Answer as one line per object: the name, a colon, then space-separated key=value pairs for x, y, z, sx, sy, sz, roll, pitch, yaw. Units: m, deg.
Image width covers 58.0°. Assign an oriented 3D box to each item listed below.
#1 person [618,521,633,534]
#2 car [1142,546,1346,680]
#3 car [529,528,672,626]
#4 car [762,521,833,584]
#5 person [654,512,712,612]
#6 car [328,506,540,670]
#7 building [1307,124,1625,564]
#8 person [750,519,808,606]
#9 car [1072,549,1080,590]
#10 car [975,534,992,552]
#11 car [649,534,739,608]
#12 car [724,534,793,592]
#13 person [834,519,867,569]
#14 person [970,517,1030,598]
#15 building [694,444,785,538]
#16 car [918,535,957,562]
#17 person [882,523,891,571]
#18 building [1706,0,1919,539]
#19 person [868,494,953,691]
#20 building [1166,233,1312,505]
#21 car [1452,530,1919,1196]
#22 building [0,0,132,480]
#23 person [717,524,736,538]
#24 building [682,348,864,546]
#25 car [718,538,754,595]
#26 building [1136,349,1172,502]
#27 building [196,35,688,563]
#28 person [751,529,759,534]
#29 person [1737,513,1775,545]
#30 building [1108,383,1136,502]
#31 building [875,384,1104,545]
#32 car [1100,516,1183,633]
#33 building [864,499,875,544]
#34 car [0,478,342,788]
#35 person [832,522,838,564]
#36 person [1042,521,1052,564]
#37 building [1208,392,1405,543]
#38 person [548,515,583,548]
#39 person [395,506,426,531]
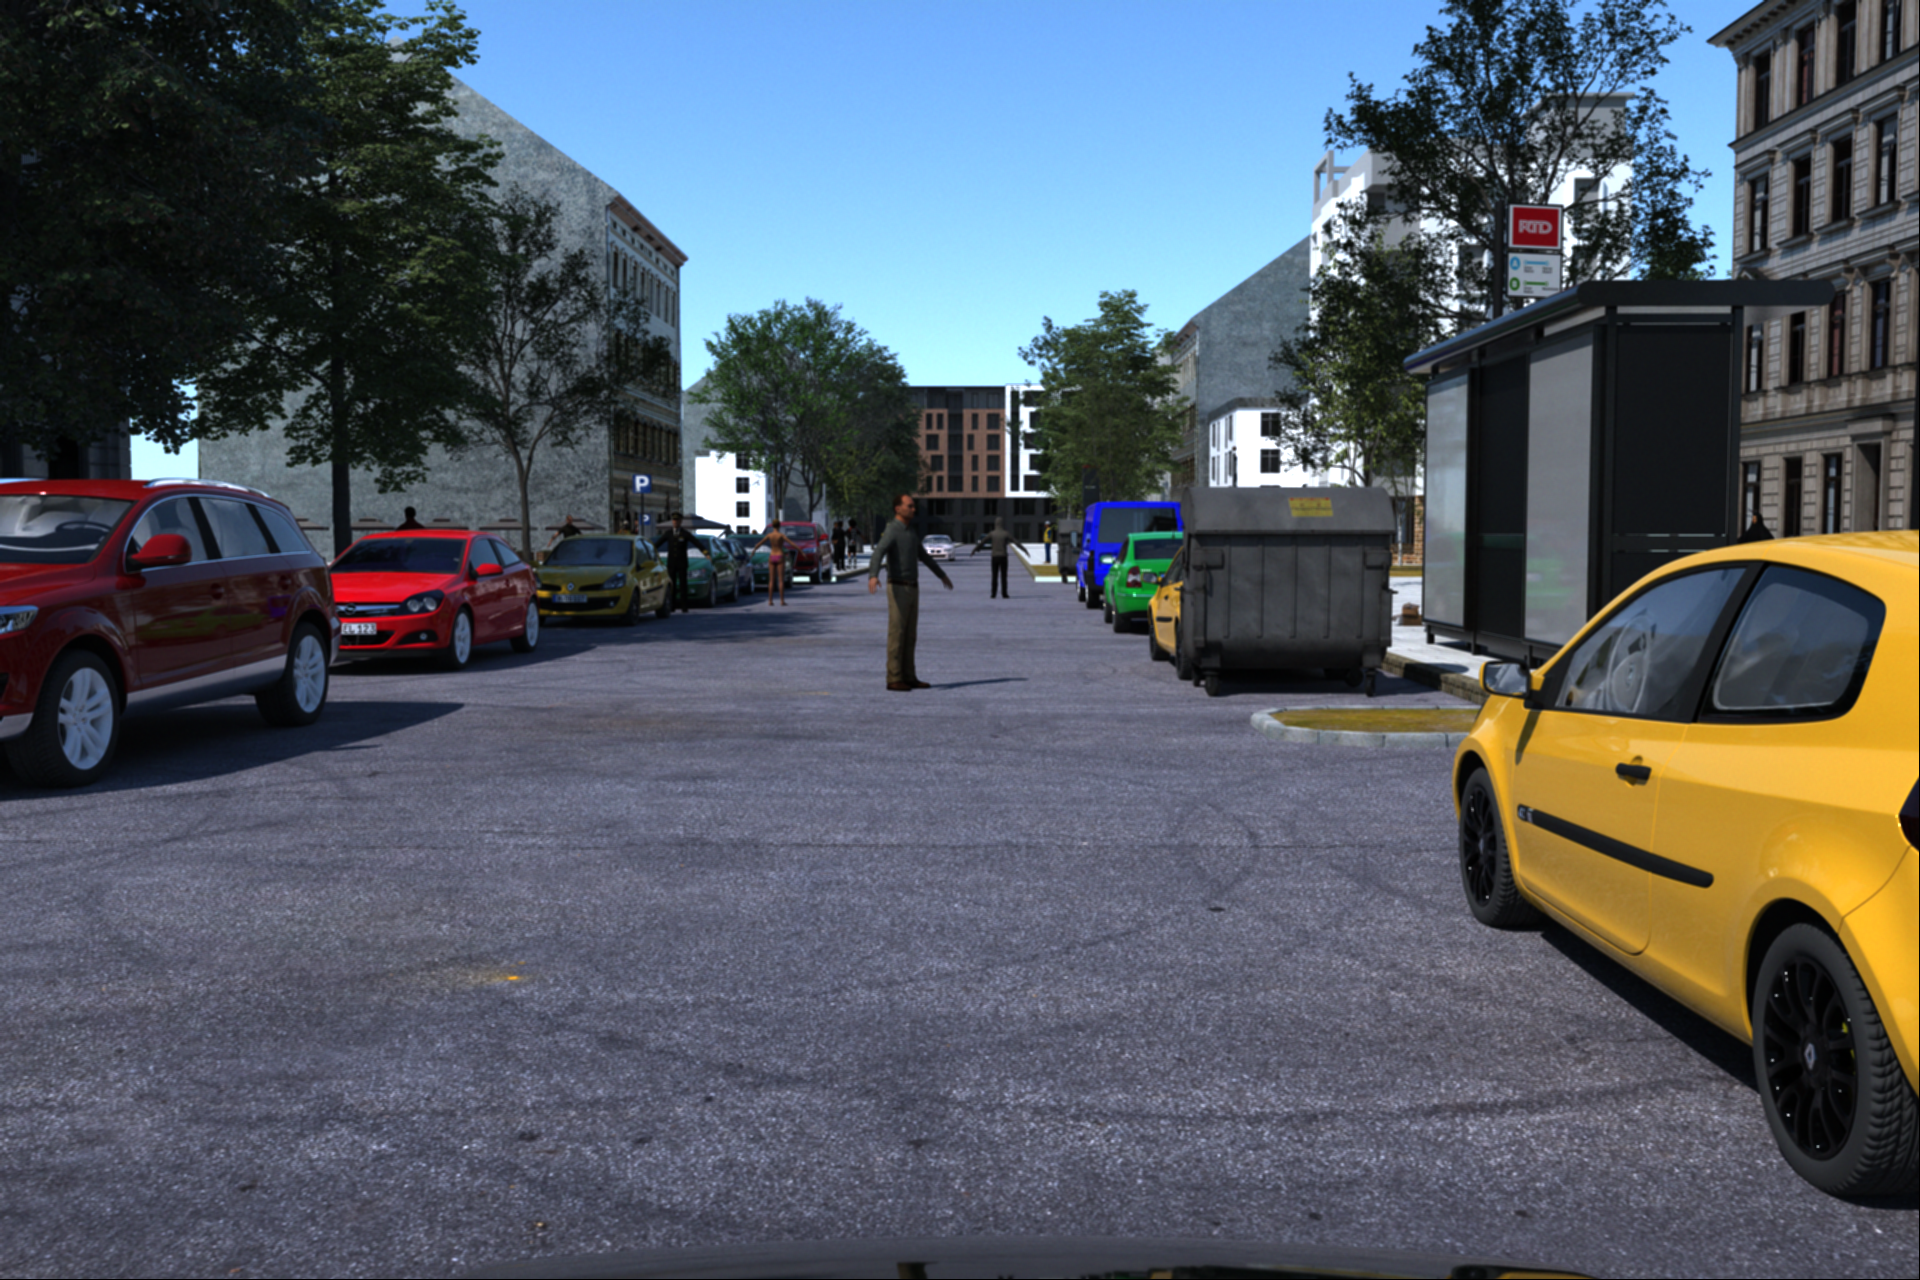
person: x=-14.119 y=-4.131 z=73.315 sx=1.354 sy=1.858 sz=0.705 roll=0 pitch=4 yaw=-6
car: x=2.995 y=-0.502 z=18.437 sx=2.015 sy=1.641 sz=3.980 roll=0 pitch=4 yaw=0
car: x=-5.838 y=-1.095 z=28.122 sx=2.015 sy=1.641 sz=3.980 roll=0 pitch=4 yaw=2
car: x=-4.929 y=-2.586 z=50.949 sx=2.281 sy=1.827 sz=5.304 roll=0 pitch=4 yaw=1
person: x=-5.171 y=-1.424 z=31.668 sx=1.347 sy=1.837 sz=0.705 roll=0 pitch=4 yaw=5
car: x=-6.088 y=-0.643 z=19.551 sx=2.155 sy=1.783 sz=4.494 roll=0 pitch=4 yaw=1
building: x=22.791 y=-14.078 z=86.603 sx=16.016 sy=20.090 sz=11.380 roll=0 pitch=4 yaw=1
person: x=-3.655 y=-1.563 z=34.807 sx=1.217 sy=1.733 sz=0.721 roll=1 pitch=4 yaw=14
car: x=3.844 y=-2.058 z=43.442 sx=2.009 sy=1.686 sz=4.222 roll=0 pitch=4 yaw=1
car: x=2.184 y=-7.850 z=138.134 sx=2.009 sy=1.686 sz=4.222 roll=0 pitch=3 yaw=0
car: x=-5.636 y=-1.424 z=35.086 sx=2.131 sy=1.459 sz=4.920 roll=0 pitch=4 yaw=2
car: x=-5.372 y=-1.997 z=44.444 sx=2.131 sy=1.459 sz=4.920 roll=0 pitch=4 yaw=1
person: x=-4.036 y=-3.569 z=64.493 sx=1.345 sy=1.843 sz=0.704 roll=-2 pitch=4 yaw=-32
person: x=0.887 y=-1.842 z=38.694 sx=1.348 sy=1.813 sz=0.705 roll=1 pitch=4 yaw=8
building: x=-21.999 y=-14.122 z=173.049 sx=9.099 sy=9.664 sz=28.070 roll=0 pitch=4 yaw=1
car: x=-1.213 y=-4.843 z=91.547 sx=2.083 sy=1.381 sz=4.827 roll=0 pitch=4 yaw=1
person: x=-2.715 y=-3.593 z=66.986 sx=0.705 sy=1.856 sz=1.354 roll=-1 pitch=4 yaw=-12
building: x=27.958 y=-11.020 z=43.801 sx=10.561 sy=19.211 sz=19.286 roll=0 pitch=4 yaw=1
person: x=-0.500 y=-0.442 z=15.948 sx=0.705 sy=1.796 sz=1.348 roll=2 pitch=4 yaw=31
building: x=26.058 y=-18.323 z=130.510 sx=19.493 sy=23.208 sz=18.063 roll=0 pitch=4 yaw=1
car: x=2.718 y=0.310 z=5.163 sx=2.015 sy=1.641 sz=3.980 roll=0 pitch=4 yaw=1
building: x=-29.508 y=-12.002 z=36.898 sx=13.314 sy=22.015 sz=24.055 roll=0 pitch=4 yaw=2
person: x=-12.214 y=-5.210 z=91.375 sx=1.347 sy=1.806 sz=0.705 roll=-1 pitch=4 yaw=-16
building: x=-20.977 y=-22.478 z=198.448 sx=19.493 sy=23.208 sz=18.063 roll=0 pitch=4 yaw=1
car: x=-5.778 y=-1.652 z=39.596 sx=1.945 sy=1.354 sz=3.894 roll=0 pitch=4 yaw=2
building: x=27.304 y=-18.813 z=174.049 sx=16.747 sy=18.905 sz=31.486 roll=0 pitch=4 yaw=1
building: x=-24.700 y=-15.600 z=85.983 sx=19.493 sy=23.208 sz=18.063 roll=0 pitch=4 yaw=1
person: x=-6.672 y=-2.839 z=55.681 sx=0.599 sy=1.433 sz=0.991 roll=2 pitch=4 yaw=25
person: x=17.236 y=-1.887 z=37.640 sx=0.721 sy=1.737 sz=1.214 roll=-2 pitch=4 yaw=-23
building: x=26.927 y=-22.568 z=199.916 sx=19.493 sy=23.208 sz=18.063 roll=0 pitch=4 yaw=1
building: x=4.033 y=-24.557 z=247.940 sx=32.646 sy=21.610 sz=27.936 roll=0 pitch=3 yaw=0
car: x=3.151 y=-1.079 z=26.440 sx=1.959 sy=1.807 sz=4.718 roll=0 pitch=4 yaw=2
building: x=-20.860 y=-23.822 z=220.417 sx=19.493 sy=23.208 sz=18.063 roll=0 pitch=4 yaw=2
car: x=-5.906 y=-0.172 z=11.481 sx=2.281 sy=1.827 sz=5.304 roll=0 pitch=4 yaw=2
person: x=-5.284 y=-4.160 z=74.239 sx=0.704 sy=1.802 sz=1.346 roll=1 pitch=4 yaw=14
person: x=3.778 y=-4.229 z=75.106 sx=0.705 sy=1.833 sz=1.349 roll=0 pitch=4 yaw=-5
building: x=21.431 y=-10.049 z=106.453 sx=9.099 sy=9.664 sz=28.070 roll=0 pitch=4 yaw=1
person: x=-10.741 y=-2.539 z=47.731 sx=1.348 sy=1.803 sz=0.705 roll=-2 pitch=4 yaw=-33
person: x=-10.664 y=-1.680 z=33.579 sx=0.704 sy=1.816 sz=1.345 roll=3 pitch=5 yaw=42
